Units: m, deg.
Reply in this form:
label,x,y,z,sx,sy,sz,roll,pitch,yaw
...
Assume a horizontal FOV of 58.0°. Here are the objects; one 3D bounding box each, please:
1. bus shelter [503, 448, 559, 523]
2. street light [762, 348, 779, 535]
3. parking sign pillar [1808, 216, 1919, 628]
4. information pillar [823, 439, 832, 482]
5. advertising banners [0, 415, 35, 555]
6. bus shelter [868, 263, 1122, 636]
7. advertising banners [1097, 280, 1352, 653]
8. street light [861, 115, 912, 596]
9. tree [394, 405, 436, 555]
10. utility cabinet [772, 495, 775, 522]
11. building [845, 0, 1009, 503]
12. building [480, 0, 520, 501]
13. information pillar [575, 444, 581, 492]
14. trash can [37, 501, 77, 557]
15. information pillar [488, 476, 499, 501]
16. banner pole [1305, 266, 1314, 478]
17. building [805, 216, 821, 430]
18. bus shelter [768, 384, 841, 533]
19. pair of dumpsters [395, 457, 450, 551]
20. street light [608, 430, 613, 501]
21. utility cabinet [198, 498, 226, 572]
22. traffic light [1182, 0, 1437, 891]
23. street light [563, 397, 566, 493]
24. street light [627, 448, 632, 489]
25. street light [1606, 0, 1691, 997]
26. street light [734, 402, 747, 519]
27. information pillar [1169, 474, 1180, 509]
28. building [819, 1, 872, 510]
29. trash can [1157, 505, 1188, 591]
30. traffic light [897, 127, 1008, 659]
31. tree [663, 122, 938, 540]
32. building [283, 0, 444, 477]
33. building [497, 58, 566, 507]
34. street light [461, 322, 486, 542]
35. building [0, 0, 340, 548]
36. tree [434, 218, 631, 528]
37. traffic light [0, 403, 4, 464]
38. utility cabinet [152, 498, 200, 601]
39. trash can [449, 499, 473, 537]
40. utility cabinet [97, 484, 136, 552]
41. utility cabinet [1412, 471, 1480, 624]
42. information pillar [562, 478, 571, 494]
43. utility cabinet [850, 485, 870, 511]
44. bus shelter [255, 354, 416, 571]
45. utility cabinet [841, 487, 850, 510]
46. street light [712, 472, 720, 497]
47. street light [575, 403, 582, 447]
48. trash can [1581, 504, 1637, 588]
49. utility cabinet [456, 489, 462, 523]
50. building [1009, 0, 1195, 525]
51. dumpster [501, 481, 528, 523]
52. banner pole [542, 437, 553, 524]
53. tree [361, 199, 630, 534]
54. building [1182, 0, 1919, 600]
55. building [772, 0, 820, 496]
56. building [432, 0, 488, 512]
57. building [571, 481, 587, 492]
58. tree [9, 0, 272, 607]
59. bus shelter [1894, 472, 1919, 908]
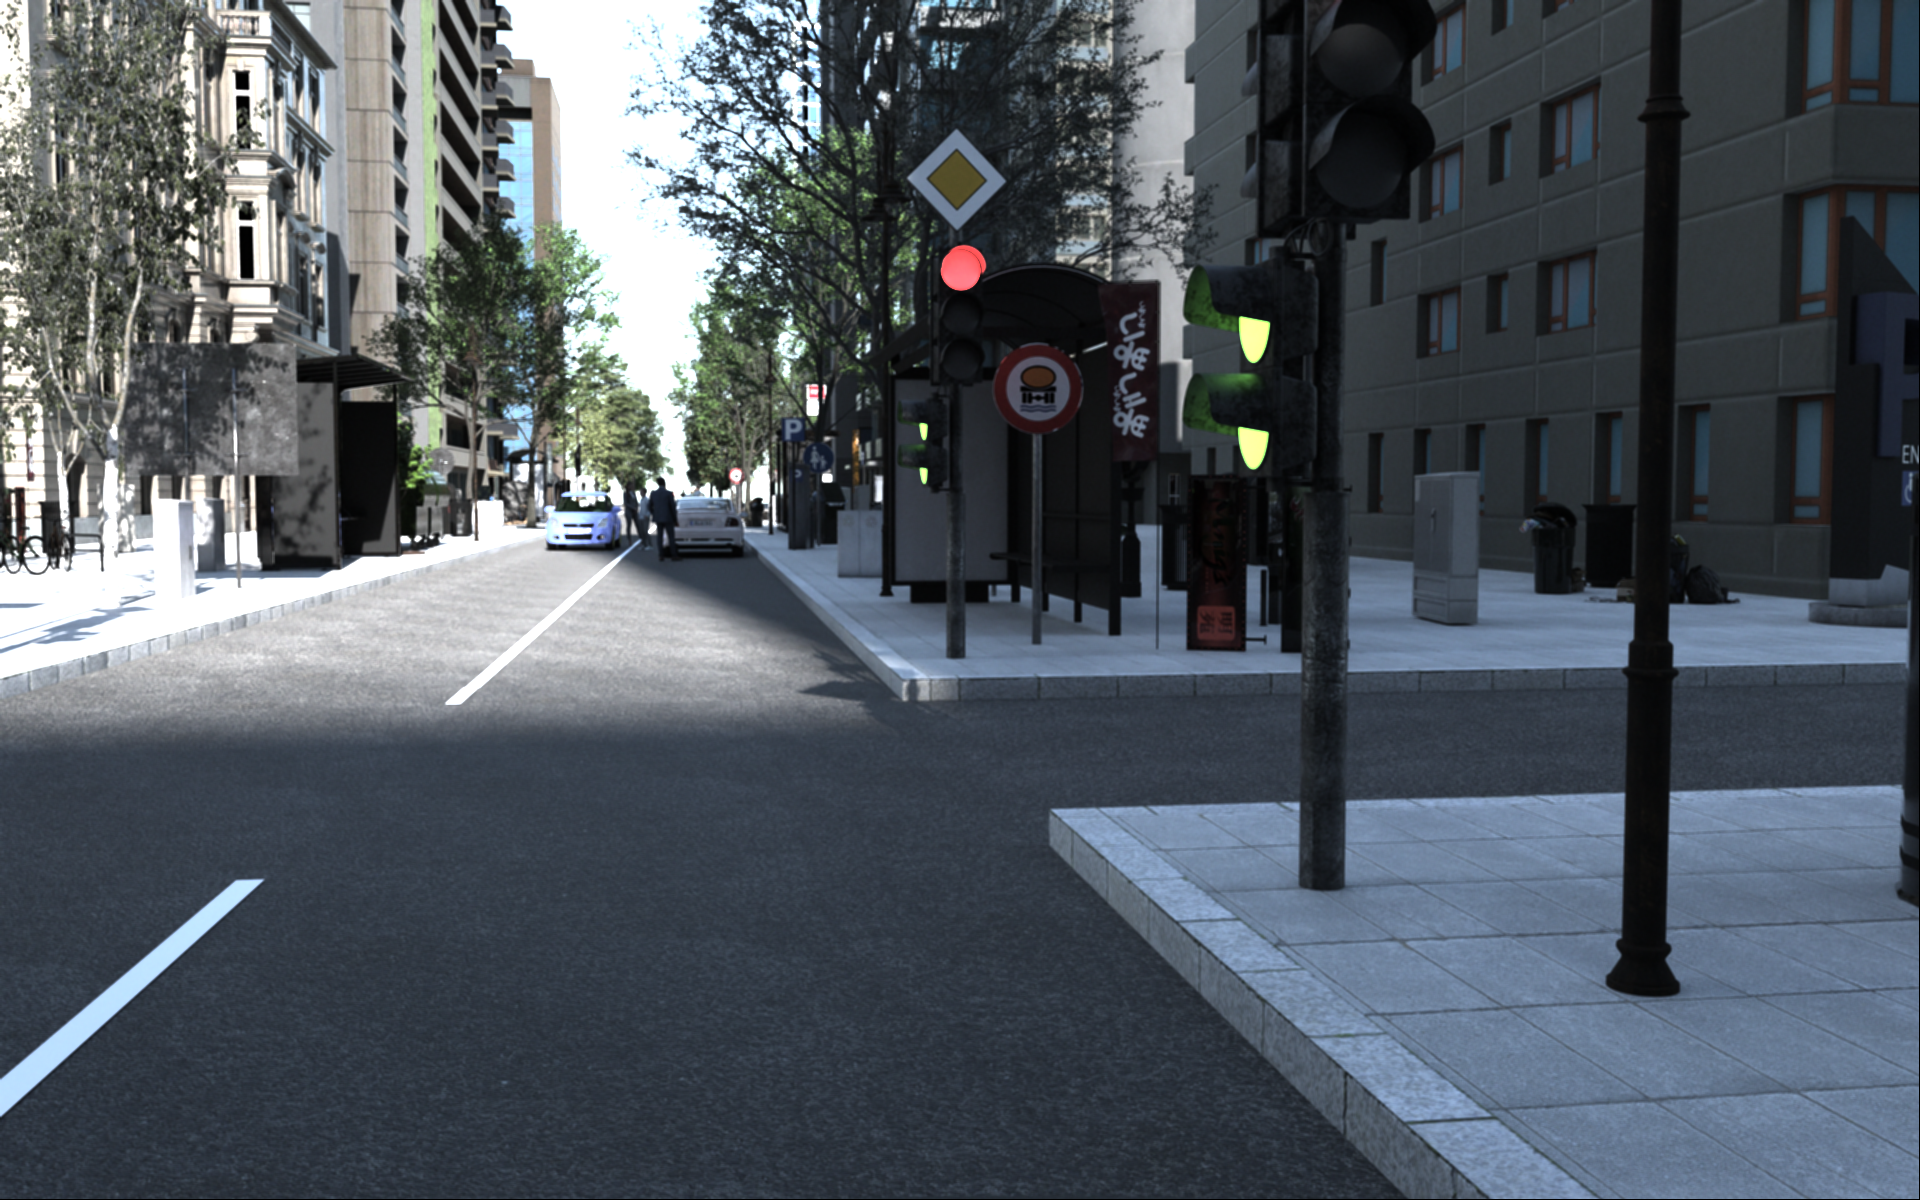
label,x,y,z,sx,sy,sz,roll,pitch,yaw
bus shelter,-19.652,-5.240,79.603,2.014,3.302,5.546,-1,4,-9
street light,-5.993,-5.014,54.763,0.468,5.910,1.993,-1,4,-9
parking sign pillar,9.241,-1.752,17.111,1.447,3.967,1.447,-2,4,-28
information pillar,-5.699,-5.055,74.009,0.504,3.616,0.183,1,4,12
advertising banners,-20.345,-2.523,37.443,0.090,3.025,2.074,-1,4,-9
bus shelter,0.328,-1.468,17.926,2.014,3.302,5.546,-1,4,-9
advertising banners,2.126,-1.095,14.084,2.074,3.025,0.090,1,4,17
street light,-0.925,-2.988,21.640,0.468,5.910,1.993,-1,4,-9
tree,-12.023,-2.576,36.713,1.663,3.219,1.824,0,3,0
utility cabinet,-8.312,-4.259,80.799,1.020,1.237,0.306,-2,4,-28
building,4.934,-30.242,114.058,23.786,49.044,30.456,-1,4,-9
building,-45.999,-29.229,132.522,22.147,44.769,28.867,-1,4,-9
information pillar,-17.861,-5.486,81.050,0.183,3.616,0.504,-3,4,-36
trash can,-18.570,-1.468,35.654,0.748,1.137,0.748,0,3,0
information pillar,-18.739,-3.981,69.574,0.304,2.012,0.304,1,4,17
banner pole,3.882,-1.795,19.365,0.401,3.779,0.863,1,4,11
building,-5.635,-31.393,205.164,32.217,40.220,23.993,-1,4,-9
bus shelter,-5.569,-5.089,60.838,2.179,5.291,8.768,-1,4,-9
pair of dumpsters,-13.039,-2.331,40.610,1.574,2.255,4.437,-1,4,-9
street light,-24.492,-9.085,121.322,0.468,5.910,1.993,-1,4,-9
utility cabinet,-12.547,-1.093,29.034,0.306,1.237,1.020,-1,4,-14
traffic light,1.165,-1.017,5.553,0.839,4.253,0.868,-1,4,-9
street light,-18.112,-6.517,79.339,0.468,5.910,1.993,-1,4,-9
street light,-29.731,-11.135,154.851,0.468,5.910,1.993,-1,4,-9
street light,1.776,-1.929,4.326,0.468,5.910,1.993,-1,4,-9
street light,-11.013,-7.012,87.438,0.468,5.910,1.993,-1,4,-9
information pillar,7.796,-3.581,63.046,0.304,2.012,0.304,2,4,28
building,-1.002,-36.727,142.481,21.231,58.520,28.212,-1,4,-9
trash can,3.008,-0.707,23.213,0.748,1.137,0.748,0,3,0
traffic light,-0.051,-1.500,13.445,0.839,4.253,0.868,-1,4,-9
tree,-3.926,-7.520,48.712,9.928,11.665,9.643,0,3,0
building,-35.630,-24.901,90.720,14.154,41.232,14.086,-1,4,-9
building,-49.206,-32.531,181.993,14.600,45.320,14.200,-1,4,-9
street light,-13.066,-4.517,46.636,0.468,5.910,1.993,-1,4,-9
building,-29.509,-14.529,56.634,14.460,24.649,34.723,-1,4,-9
tree,-15.980,-8.507,64.850,9.928,11.665,9.643,0,3,0
traffic light,-7.324,-1.431,12.313,0.839,4.253,0.868,-1,4,-9
utility cabinet,-9.648,-0.620,21.299,0.306,1.237,1.020,-1,4,-14
trash can,-14.932,-2.455,51.785,0.748,1.137,0.748,0,3,0
utility cabinet,-18.517,-1.796,38.049,1.173,1.500,0.318,3,5,41
utility cabinet,4.862,-0.533,17.401,0.318,1.500,1.173,0,4,-2
information pillar,-18.548,-4.723,81.719,0.304,2.012,0.304,-3,5,-44
utility cabinet,-2.312,-1.955,40.641,0.318,1.500,1.173,0,4,-7
bus shelter,-11.379,-2.487,31.941,1.731,3.624,6.357,-1,4,-9
utility cabinet,-3.882,-2.763,53.856,0.318,1.500,1.173,3,4,38
street light,-25.235,-12.633,179.337,0.468,5.910,1.993,-1,4,-9
street light,-19.429,-7.056,88.159,0.468,5.910,1.993,-1,4,-9
trash can,8.928,-0.744,23.825,0.748,1.137,0.748,0,3,0
utility cabinet,-21.860,-4.049,74.877,0.318,1.500,1.173,0,4,1
building,15.365,-23.697,79.333,32.217,40.220,23.993,-1,4,-9
dumpster,-19.193,-4.235,75.007,1.264,1.857,1.865,-1,4,-9
banner pole,-17.886,-5.211,75.210,0.401,3.779,0.863,-3,5,-42
tree,-15.241,-7.339,54.399,7.601,10.594,8.767,0,4,1
building,22.535,-11.682,36.046,28.899,21.520,27.650,-1,4,-9
building,-13.923,-56.183,231.261,22.319,86.520,31.000,-1,4,-9
building,-41.888,-29.593,107.555,21.300,48.544,21.600,-1,4,-9
building,-65.225,-32.542,223.944,32.217,40.220,23.993,-1,4,-9
tree,-9.758,-4.235,19.603,4.360,8.622,3.978,0,3,0
bus shelter,3.759,-1.448,1.302,2.179,5.291,8.768,-1,4,-9
